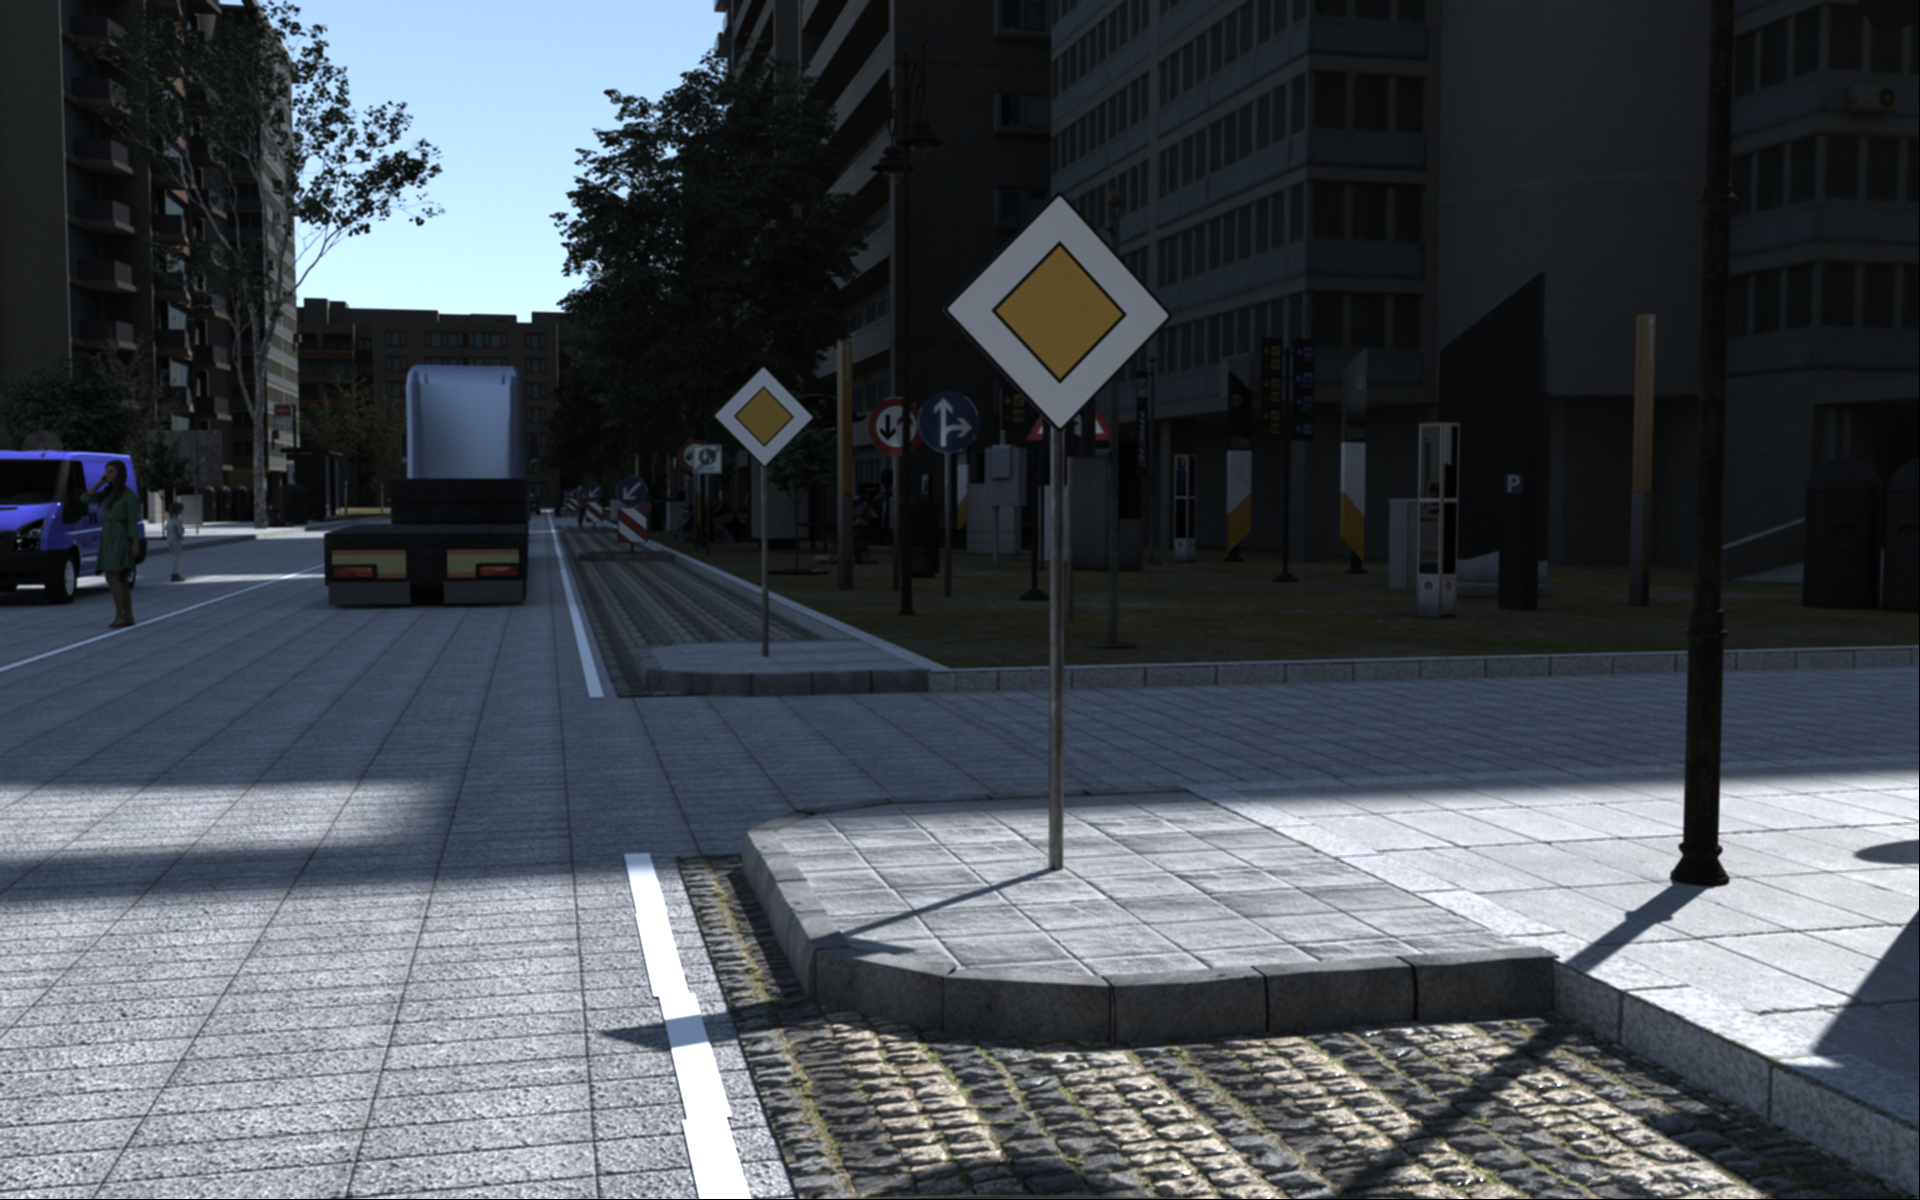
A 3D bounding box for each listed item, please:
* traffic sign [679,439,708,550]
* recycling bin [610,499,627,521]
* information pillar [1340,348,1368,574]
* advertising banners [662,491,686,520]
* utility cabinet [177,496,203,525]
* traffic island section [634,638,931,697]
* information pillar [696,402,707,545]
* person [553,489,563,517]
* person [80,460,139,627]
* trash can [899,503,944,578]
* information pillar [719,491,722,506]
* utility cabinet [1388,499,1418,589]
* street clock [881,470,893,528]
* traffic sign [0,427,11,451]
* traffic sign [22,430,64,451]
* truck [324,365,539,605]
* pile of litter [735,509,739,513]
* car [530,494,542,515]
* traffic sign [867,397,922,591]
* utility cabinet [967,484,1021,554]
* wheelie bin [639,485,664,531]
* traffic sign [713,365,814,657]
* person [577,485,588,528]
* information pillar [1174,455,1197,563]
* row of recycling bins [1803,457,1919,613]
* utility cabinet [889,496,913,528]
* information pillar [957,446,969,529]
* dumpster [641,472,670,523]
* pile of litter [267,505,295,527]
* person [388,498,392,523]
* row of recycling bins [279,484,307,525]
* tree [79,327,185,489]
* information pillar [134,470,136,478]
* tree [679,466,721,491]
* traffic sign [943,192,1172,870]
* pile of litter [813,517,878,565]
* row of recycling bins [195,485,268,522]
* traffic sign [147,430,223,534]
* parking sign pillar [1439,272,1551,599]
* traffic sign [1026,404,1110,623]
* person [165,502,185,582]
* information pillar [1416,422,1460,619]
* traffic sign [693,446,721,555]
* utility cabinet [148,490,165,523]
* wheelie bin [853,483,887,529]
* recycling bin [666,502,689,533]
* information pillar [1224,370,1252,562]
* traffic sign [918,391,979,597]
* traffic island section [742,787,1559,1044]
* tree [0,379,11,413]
[{"bbox_3d":[-6.100,-2.439,39.990,0.768,2.556,0.104,0,4,-8],"label":"traffic sign"},{"bbox_3d":[-16.080,-4.223,81.599,0.722,1.027,0.722,0,4,-7],"label":"recycling bin"},{"bbox_3d":[6.329,-2.231,27.826,0.504,3.616,0.183,-2,4,-33],"label":"information pillar"},{"bbox_3d":[-13.659,-5.440,85.137,2.074,3.025,0.090,-1,4,-10],"label":"advertising banners"},{"bbox_3d":[-31.782,-3.689,71.473,0.306,1.237,1.020,2,4,28],"label":"utility cabinet"},{"bbox_3d":[-1.520,0.524,13.715,2.009,0.180,2.903,-1,4,-13],"label":"traffic island section"},{"bbox_3d":[-6.567,-3.211,43.859,0.183,3.616,0.504,1,4,9],"label":"information pillar"},{"bbox_3d":[-25.100,-6.066,108.237,0.434,1.755,0.990,-3,5,-41],"label":"person"},{"bbox_3d":[-9.014,-0.601,18.572,0.600,1.795,0.529,1,4,10],"label":"person"},{"bbox_3d":[-0.618,-0.920,26.693,0.748,1.137,0.748,0,3,0],"label":"trash can"},{"bbox_3d":[-12.260,-5.881,87.506,0.504,3.616,0.183,2,4,27],"label":"information pillar"},{"bbox_3d":[6.218,-0.772,23.782,0.306,1.237,1.020,3,4,36],"label":"utility cabinet"},{"bbox_3d":[-2.146,-2.858,51.294,0.358,2.002,0.471,2,4,23],"label":"street clock"},{"bbox_3d":[-17.357,-1.886,30.945,0.768,2.556,0.104,-1,4,-11],"label":"traffic sign"},{"bbox_3d":[-18.284,-2.107,34.553,0.768,2.556,0.104,-1,4,-12],"label":"traffic sign"},{"bbox_3d":[-8.949,-2.505,30.708,2.967,4.110,18.799,-1,4,-14],"label":"truck"},{"bbox_3d":[-7.040,-2.432,53.723,1.176,0.858,1.719,-1,4,-16],"label":"pile of litter"},{"bbox_3d":[-30.420,-6.716,121.599,2.131,1.459,4.920,-1,4,-12],"label":"car"},{"bbox_3d":[-0.844,-1.394,22.896,0.768,2.556,0.104,0,4,-8],"label":"traffic sign"},{"bbox_3d":[0.723,-1.715,36.720,1.173,1.500,0.318,2,4,31],"label":"utility cabinet"},{"bbox_3d":[-10.706,-3.179,59.878,0.693,1.594,0.980,2,4,30],"label":"wheelie bin"},{"bbox_3d":[-1.541,-0.611,13.633,0.795,2.450,0.064,-1,4,-13],"label":"traffic sign"},{"bbox_3d":[-15.497,-3.825,71.229,0.526,1.800,0.537,3,5,45],"label":"person"},{"bbox_3d":[4.215,-1.710,32.444,0.304,2.012,0.304,3,4,38],"label":"information pillar"},{"bbox_3d":[10.959,-0.707,18.677,1.069,1.692,3.534,-3,5,-44],"label":"row of recycling bins"},{"bbox_3d":[-1.696,-2.369,49.889,0.306,1.237,1.020,2,4,23],"label":"utility cabinet"},{"bbox_3d":[0.083,-3.478,48.223,0.183,3.616,0.504,-2,4,-35],"label":"information pillar"},{"bbox_3d":[-13.567,-4.509,76.210,1.502,2.255,1.985,-1,4,-14],"label":"dumpster"},{"bbox_3d":[-26.733,-3.307,68.031,1.176,0.858,1.719,-1,4,-20],"label":"pile of litter"},{"bbox_3d":[-25.190,-4.185,77.119,0.583,1.804,0.606,1,4,14],"label":"person"},{"bbox_3d":[-28.231,-4.054,73.388,1.069,1.692,3.534,-1,4,-16],"label":"row of recycling bins"},{"bbox_3d":[-37.196,-7.783,77.607,4.360,8.622,3.978,0,3,0],"label":"tree"},{"bbox_3d":[-24.841,-2.895,51.826,0.304,2.012,0.304,-1,4,-10],"label":"information pillar"},{"bbox_3d":[-7.978,-3.766,56.176,1.663,3.219,1.824,0,3,0],"label":"tree"},{"bbox_3d":[0.326,-0.136,5.868,0.795,2.450,0.064,-1,4,-13],"label":"traffic sign"},{"bbox_3d":[-2.123,-1.097,31.898,1.176,0.858,1.719,-1,4,-13],"label":"pile of litter"},{"bbox_3d":[-33.664,-4.455,79.952,1.069,1.692,3.534,2,4,32],"label":"row of recycling bins"},{"bbox_3d":[-24.632,-3.744,55.083,2.265,3.308,0.079,0,4,-7],"label":"traffic sign"},{"bbox_3d":[6.693,-2.034,21.725,1.447,3.967,1.447,3,5,41],"label":"parking sign pillar"},{"bbox_3d":[1.096,-1.055,17.247,0.884,2.594,0.081,0,4,-5],"label":"traffic sign"},{"bbox_3d":[-12.816,-0.951,28.329,0.425,1.301,0.394,1,4,19],"label":"person"},{"bbox_3d":[4.952,-0.823,17.951,0.304,2.012,0.304,-3,5,-40],"label":"information pillar"},{"bbox_3d":[-5.256,-2.076,36.080,0.606,2.300,0.079,-1,4,-9],"label":"traffic sign"},{"bbox_3d":[-35.112,-4.094,75.616,0.318,1.500,1.173,0,4,-6],"label":"utility cabinet"},{"bbox_3d":[-2.496,-2.491,48.638,0.980,1.594,0.693,-1,4,-20],"label":"wheelie bin"},{"bbox_3d":[-9.383,-2.759,57.671,0.722,1.027,0.722,-1,4,-14],"label":"recycling bin"},{"bbox_3d":[5.297,-2.542,32.917,0.504,3.616,0.183,-1,4,-18],"label":"information pillar"},{"bbox_3d":[-0.148,-1.311,21.544,0.768,2.556,0.104,0,4,-6],"label":"traffic sign"},{"bbox_3d":[0.347,0.999,5.951,2.009,0.180,2.903,-1,4,-13],"label":"traffic island section"},{"bbox_3d":[-44.677,-7.740,76.909,4.360,8.622,3.978,0,3,0],"label":"tree"}]
